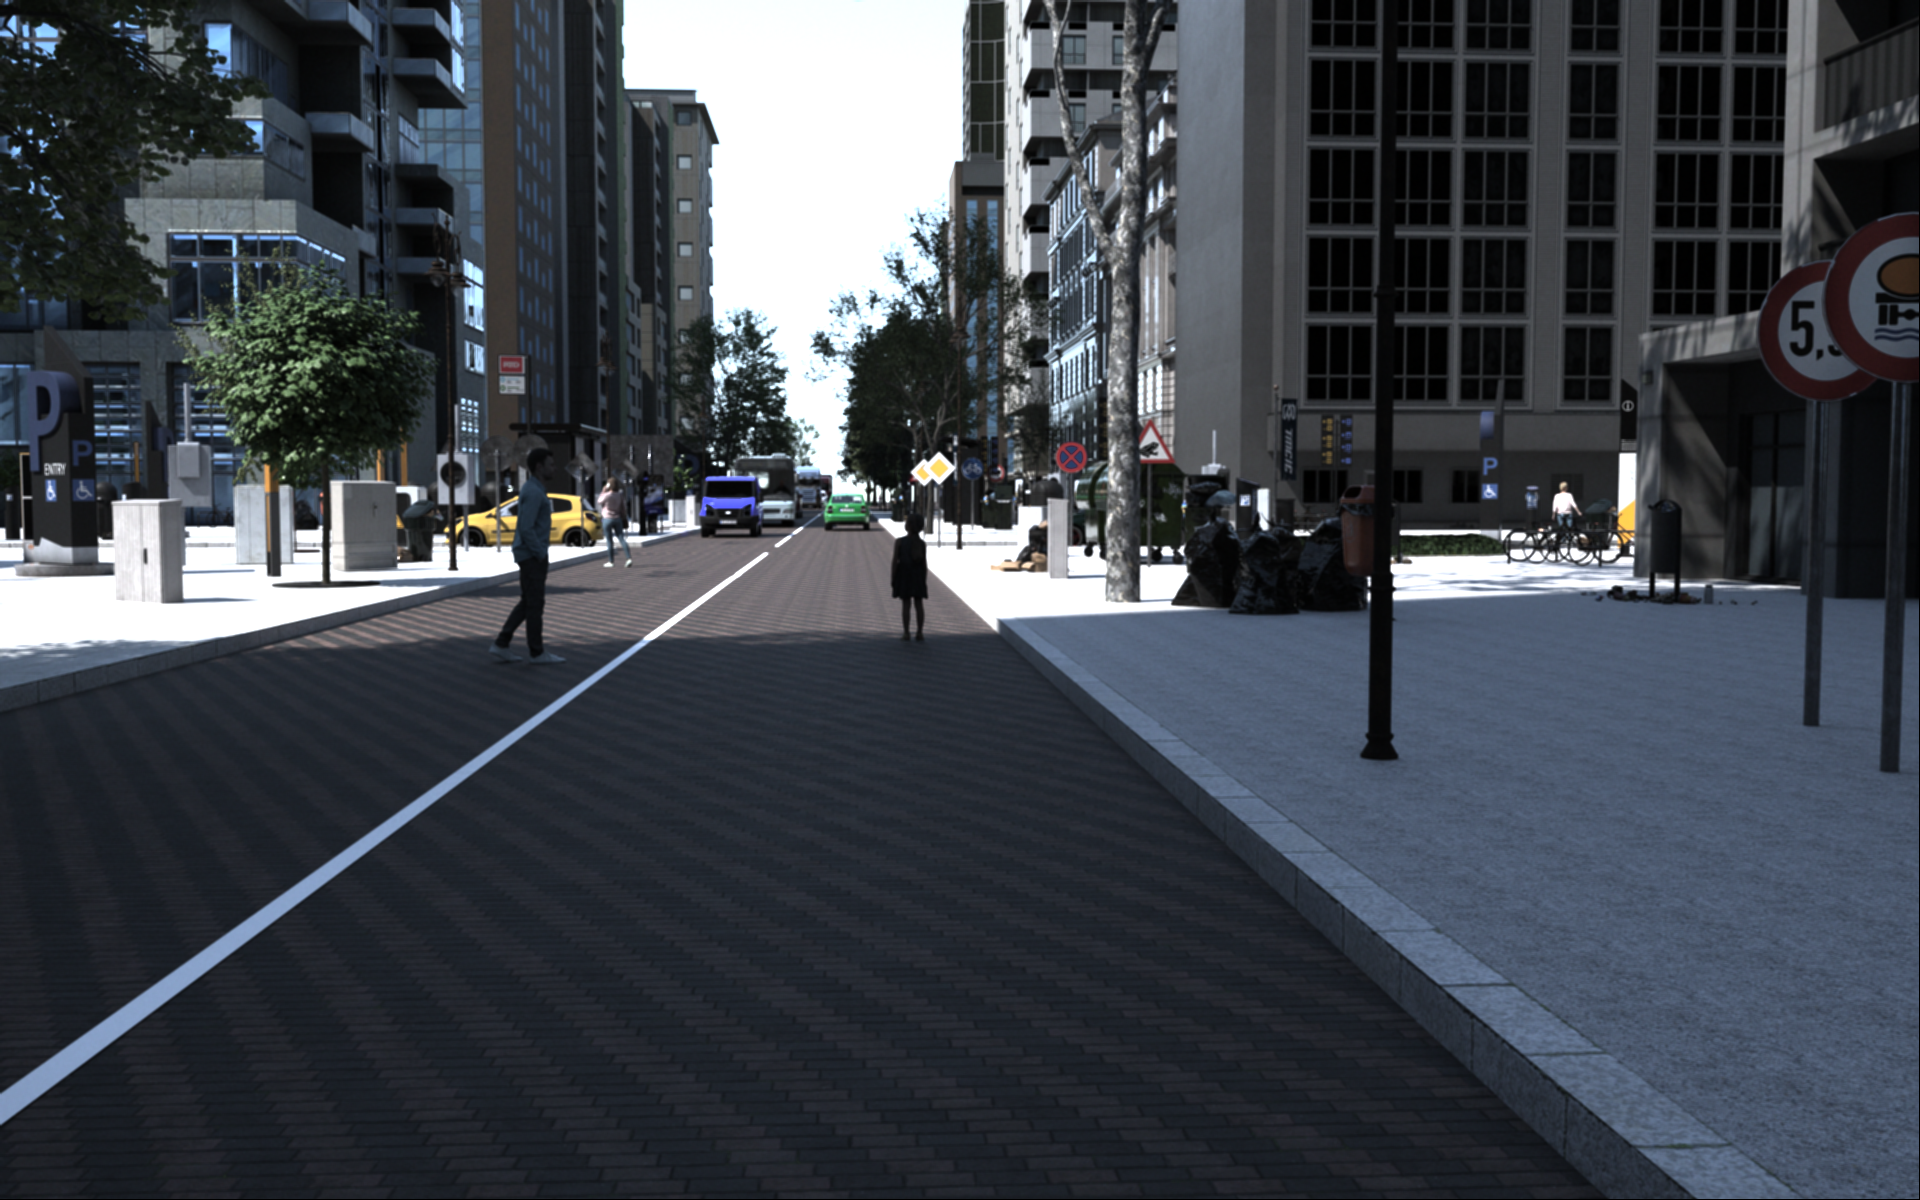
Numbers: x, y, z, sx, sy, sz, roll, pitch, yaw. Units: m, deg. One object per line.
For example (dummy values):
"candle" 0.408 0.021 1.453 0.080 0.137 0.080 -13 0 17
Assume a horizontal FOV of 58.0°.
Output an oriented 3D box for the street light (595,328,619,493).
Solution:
"street light" -9.835 -4.625 48.406 0.468 5.910 1.993 0 4 -4

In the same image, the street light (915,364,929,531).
"street light" -1.333 -5.338 60.057 0.468 5.910 1.993 0 4 -4

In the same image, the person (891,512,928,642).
"person" -0.493 -0.226 16.863 0.362 1.253 0.373 -1 4 -13

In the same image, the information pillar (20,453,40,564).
"information pillar" -16.649 -1.631 31.157 0.304 2.012 0.304 0 4 3

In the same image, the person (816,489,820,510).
"person" -13.004 -9.171 158.079 0.705 1.869 1.348 -1 4 -11

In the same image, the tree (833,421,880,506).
"tree" -9.309 -16.767 191.151 9.611 12.733 9.660 0 3 0

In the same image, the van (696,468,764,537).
"van" -7.773 -3.347 59.104 2.240 2.365 5.245 0 4 -4

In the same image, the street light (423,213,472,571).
"street light" -8.479 -3.426 28.802 0.468 5.910 1.993 0 4 -4

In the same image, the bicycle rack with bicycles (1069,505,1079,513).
"bicycle rack with bicycles" 4.563 -4.131 80.924 2.925 0.926 2.852 0 4 5

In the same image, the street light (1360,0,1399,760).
"street light" 2.042 -2.169 8.256 0.468 5.910 1.993 0 4 -4

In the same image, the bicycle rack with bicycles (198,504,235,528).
"bicycle rack with bicycles" -27.344 -3.202 65.735 2.852 0.926 2.925 1 4 15

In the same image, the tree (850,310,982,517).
"tree" -2.567 -10.489 97.258 9.928 11.665 9.643 0 3 0

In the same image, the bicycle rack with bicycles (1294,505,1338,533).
"bicycle rack with bicycles" 11.442 -2.636 56.481 2.852 0.926 2.925 -3 5 -44

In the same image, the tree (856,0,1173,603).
"tree" 2.958 -10.102 21.057 12.611 20.169 13.585 0 3 0

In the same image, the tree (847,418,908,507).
"tree" -8.027 -15.728 175.286 7.486 12.596 7.792 0 3 0

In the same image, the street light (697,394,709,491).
"street light" -11.810 -6.553 79.928 0.468 5.910 1.993 0 4 -4

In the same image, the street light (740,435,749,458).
"street light" -13.875 -8.483 111.477 0.468 5.910 1.993 0 4 -4

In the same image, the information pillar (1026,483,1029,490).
"information pillar" 4.501 -6.954 118.195 0.304 2.012 0.304 2 4 25

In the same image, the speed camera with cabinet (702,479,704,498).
"speed camera with cabinet" -14.321 -6.422 99.332 2.038 3.252 0.660 0 4 -7

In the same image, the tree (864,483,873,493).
"tree" -14.759 -17.481 280.417 1.663 3.219 1.824 0 3 0

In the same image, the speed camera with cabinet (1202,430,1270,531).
"speed camera with cabinet" 8.597 -3.651 54.023 2.038 3.252 0.660 0 4 0

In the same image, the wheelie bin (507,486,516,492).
"wheelie bin" -18.364 -3.804 70.103 0.980 1.594 0.693 1 4 9

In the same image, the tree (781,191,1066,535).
"tree" -1.000 -7.339 54.401 8.767 10.594 7.601 0 4 -1

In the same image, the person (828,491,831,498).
"person" -17.460 -13.741 233.121 0.705 1.831 1.348 -3 5 -40

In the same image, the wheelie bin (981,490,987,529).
"wheelie bin" 1.119 -3.471 64.663 0.693 1.594 0.980 0 4 1

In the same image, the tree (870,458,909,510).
"tree" -5.613 -9.570 140.189 4.285 4.588 4.351 0 3 0

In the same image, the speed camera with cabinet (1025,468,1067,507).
"speed camera with cabinet" 3.697 -4.975 75.683 2.038 3.252 0.660 3 5 39

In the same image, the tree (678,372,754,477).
"tree" -14.666 -9.362 103.429 4.360 8.622 3.978 0 3 0

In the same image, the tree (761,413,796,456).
"tree" -16.402 -12.281 151.149 4.360 8.622 3.978 0 3 0

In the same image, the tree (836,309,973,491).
"tree" -3.779 -12.723 114.683 9.857 13.997 8.962 0 3 0

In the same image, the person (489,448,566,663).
"person" -3.687 -0.378 14.706 0.620 1.820 0.660 -1 4 -21

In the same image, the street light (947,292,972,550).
"street light" -0.012 -4.097 39.773 0.468 5.910 1.993 0 4 -4

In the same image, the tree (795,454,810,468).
"tree" -25.720 -20.216 280.893 4.737 8.622 4.395 0 3 0

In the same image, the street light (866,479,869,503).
"street light" -10.302 -13.847 199.186 0.468 5.910 1.993 0 4 -4

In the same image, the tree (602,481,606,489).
"tree" -22.422 -7.177 111.940 1.663 3.219 1.824 0 3 0

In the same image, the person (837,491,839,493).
"person" -15.527 -12.978 220.672 0.705 1.826 1.348 -1 4 -22

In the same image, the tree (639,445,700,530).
"tree" -11.120 -4.413 66.752 1.663 3.219 1.824 0 3 0

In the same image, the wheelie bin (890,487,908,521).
"wheelie bin" -2.896 -4.579 82.781 0.693 1.594 0.980 -3 4 -36

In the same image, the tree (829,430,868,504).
"tree" -12.642 -19.881 235.416 12.009 13.543 11.850 0 3 0

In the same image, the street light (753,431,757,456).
"street light" -14.709 -9.292 124.719 0.468 5.910 1.993 0 4 -4

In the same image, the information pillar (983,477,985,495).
"information pillar" 0.937 -4.302 74.825 0.304 2.012 0.304 0 4 4

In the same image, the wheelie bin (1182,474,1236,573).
"wheelie bin" 4.016 -1.229 28.002 0.980 1.594 0.693 1 4 23

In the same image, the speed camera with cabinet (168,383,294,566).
"speed camera with cabinet" -13.166 -2.262 31.314 2.038 3.252 0.660 -1 4 -20

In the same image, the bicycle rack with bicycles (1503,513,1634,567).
"bicycle rack with bicycles" 11.294 -1.132 31.892 2.852 0.926 2.925 -3 5 -42

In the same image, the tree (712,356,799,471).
"tree" -17.017 -13.716 142.381 7.486 12.596 7.792 0 3 0

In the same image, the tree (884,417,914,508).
"tree" -5.982 -12.451 153.936 4.360 8.622 3.978 0 3 0

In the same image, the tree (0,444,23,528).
"tree" -36.608 -4.426 66.965 1.663 3.219 1.824 0 3 0

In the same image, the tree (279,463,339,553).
"tree" -14.618 -2.650 37.925 1.663 3.219 1.824 0 3 0

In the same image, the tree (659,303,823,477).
"tree" -12.641 -10.280 93.830 9.928 11.665 9.643 0 3 0

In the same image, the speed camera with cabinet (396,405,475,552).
"speed camera with cabinet" -11.790 -2.680 38.160 2.038 3.252 0.660 0 4 0

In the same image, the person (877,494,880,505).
"person" -9.564 -11.798 204.624 0.599 1.433 0.991 2 4 33

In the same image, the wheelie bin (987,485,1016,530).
"wheelie bin" 1.537 -3.326 62.288 0.980 1.594 0.693 0 4 1

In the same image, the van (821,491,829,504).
"van" -17.007 -12.469 210.882 2.013 2.044 4.112 0 4 -4

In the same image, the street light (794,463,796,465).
"street light" -19.959 -14.404 208.288 0.468 5.910 1.993 0 4 -4

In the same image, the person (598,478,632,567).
"person" -6.742 -1.526 34.042 0.593 1.750 0.643 -3 5 -40

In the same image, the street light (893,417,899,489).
"street light" -3.400 -7.277 91.766 0.468 5.910 1.993 0 4 -4

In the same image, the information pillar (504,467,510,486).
"information pillar" -22.511 -5.799 86.176 0.183 3.616 0.504 1 4 12

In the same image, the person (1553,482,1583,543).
"person" 15.805 -2.192 45.008 0.731 1.740 0.598 1 4 14

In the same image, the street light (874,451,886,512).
"street light" -6.253 -9.969 135.780 0.468 5.910 1.993 0 4 -4

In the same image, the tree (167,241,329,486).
"tree" -20.038 -6.079 49.760 4.737 8.622 4.395 0 3 0
